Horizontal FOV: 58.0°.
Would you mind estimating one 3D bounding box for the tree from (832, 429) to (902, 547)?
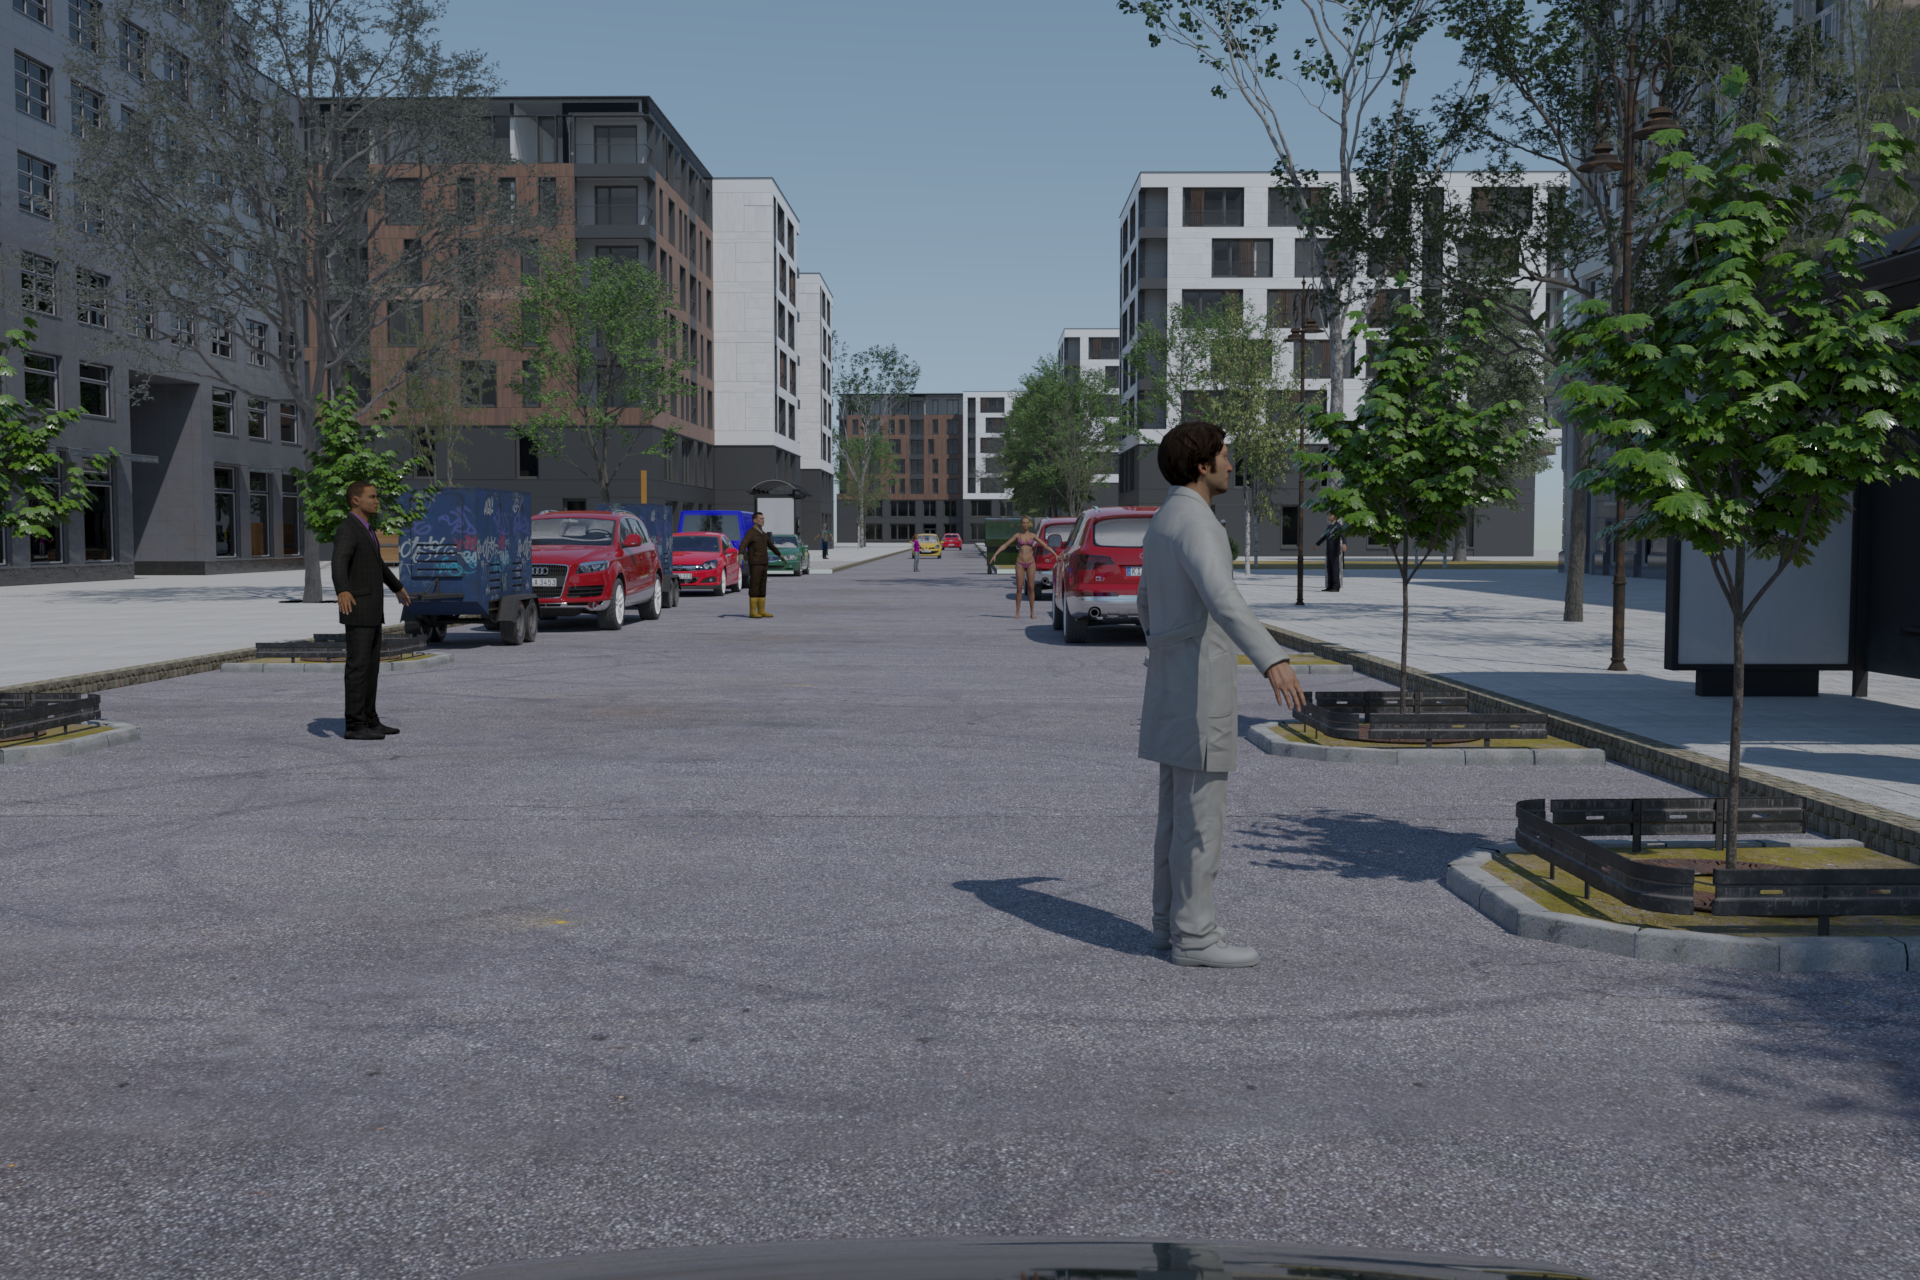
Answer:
[{"bbox_3d":[-9.250,-14.918,169.672,9.928,11.665,9.643,0,3,0],"label":"tree"}]

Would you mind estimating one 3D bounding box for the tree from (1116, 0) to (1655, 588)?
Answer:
[{"bbox_3d":[10.231,-11.262,40.023,12.611,20.169,13.585,0,3,0],"label":"tree"}]

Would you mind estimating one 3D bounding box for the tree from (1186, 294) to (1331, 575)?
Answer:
[{"bbox_3d":[9.202,-6.324,53.755,4.737,8.622,4.395,0,3,0],"label":"tree"}]

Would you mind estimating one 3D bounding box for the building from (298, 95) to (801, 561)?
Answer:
[{"bbox_3d":[-24.686,-15.511,97.572,27.936,21.610,32.646,0,4,1],"label":"building"}]

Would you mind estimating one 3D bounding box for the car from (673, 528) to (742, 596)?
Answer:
[{"bbox_3d":[-6.309,-1.969,41.226,2.155,1.783,4.494,0,4,1],"label":"car"}]

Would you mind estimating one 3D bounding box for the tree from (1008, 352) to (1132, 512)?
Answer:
[{"bbox_3d":[6.326,-10.650,99.890,9.928,11.665,9.643,0,3,0],"label":"tree"}]

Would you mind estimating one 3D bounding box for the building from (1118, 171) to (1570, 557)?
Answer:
[{"bbox_3d":[24.208,-16.522,114.106,27.936,21.610,32.646,0,4,0],"label":"building"}]

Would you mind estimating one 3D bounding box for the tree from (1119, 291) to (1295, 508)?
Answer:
[{"bbox_3d":[10.747,-9.168,75.655,9.928,11.665,9.643,0,3,0],"label":"tree"}]

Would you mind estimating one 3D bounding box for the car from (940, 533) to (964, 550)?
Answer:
[{"bbox_3d":[-0.723,-8.814,153.148,2.155,1.783,4.494,0,4,1],"label":"car"}]

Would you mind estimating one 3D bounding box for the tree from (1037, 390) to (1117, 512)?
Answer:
[{"bbox_3d":[5.677,-8.527,89.775,4.360,8.622,3.978,0,3,0],"label":"tree"}]

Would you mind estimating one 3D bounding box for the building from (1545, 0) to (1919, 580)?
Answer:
[{"bbox_3d":[26.010,-15.969,47.001,13.634,28.700,20.117,0,4,1],"label":"building"}]

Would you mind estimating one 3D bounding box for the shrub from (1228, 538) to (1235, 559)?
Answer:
[{"bbox_3d":[10.640,-3.610,70.139,1.383,1.207,1.383,0,3,0],"label":"shrub"}]

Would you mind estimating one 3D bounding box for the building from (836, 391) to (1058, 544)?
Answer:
[{"bbox_3d":[-1.106,-25.275,259.671,32.646,21.610,27.936,0,4,3],"label":"building"}]

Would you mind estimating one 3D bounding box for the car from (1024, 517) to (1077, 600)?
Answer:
[{"bbox_3d":[2.494,-1.858,39.049,2.281,1.827,5.304,0,4,1],"label":"car"}]

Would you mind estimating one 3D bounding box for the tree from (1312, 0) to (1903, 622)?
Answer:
[{"bbox_3d":[8.785,-5.528,24.796,8.767,10.594,7.601,2,4,33],"label":"tree"}]

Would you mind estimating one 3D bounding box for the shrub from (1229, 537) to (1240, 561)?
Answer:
[{"bbox_3d":[12.264,-4.149,78.961,1.383,1.207,1.383,0,3,0],"label":"shrub"}]

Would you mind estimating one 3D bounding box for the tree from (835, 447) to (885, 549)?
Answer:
[{"bbox_3d":[-8.861,-12.038,147.189,4.360,8.622,3.978,0,3,0],"label":"tree"}]

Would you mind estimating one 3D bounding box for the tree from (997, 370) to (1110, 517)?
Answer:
[{"bbox_3d":[5.987,-11.290,110.343,9.928,11.665,9.643,0,3,0],"label":"tree"}]

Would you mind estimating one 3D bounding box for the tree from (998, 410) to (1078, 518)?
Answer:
[{"bbox_3d":[6.749,-13.333,136.115,7.486,12.596,7.792,0,3,0],"label":"tree"}]

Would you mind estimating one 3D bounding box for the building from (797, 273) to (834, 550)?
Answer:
[{"bbox_3d":[-24.870,-17.701,133.393,27.936,21.610,32.646,0,3,0],"label":"building"}]

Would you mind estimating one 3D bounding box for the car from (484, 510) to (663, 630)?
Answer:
[{"bbox_3d":[-6.058,-1.149,27.467,2.281,1.827,5.304,0,4,0],"label":"car"}]

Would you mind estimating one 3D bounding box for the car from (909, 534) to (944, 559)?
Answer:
[{"bbox_3d":[-1.936,-5.569,101.277,2.015,1.641,3.980,0,4,0],"label":"car"}]

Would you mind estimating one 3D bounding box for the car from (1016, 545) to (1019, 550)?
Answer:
[{"bbox_3d":[2.914,-2.711,56.129,2.131,1.459,4.920,0,4,-1],"label":"car"}]

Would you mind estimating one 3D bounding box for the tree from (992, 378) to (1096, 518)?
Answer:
[{"bbox_3d":[5.994,-12.538,123.119,7.486,12.596,7.792,0,3,0],"label":"tree"}]

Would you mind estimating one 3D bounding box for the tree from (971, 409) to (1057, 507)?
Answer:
[{"bbox_3d":[6.178,-15.483,163.517,12.009,13.543,11.850,0,3,0],"label":"tree"}]

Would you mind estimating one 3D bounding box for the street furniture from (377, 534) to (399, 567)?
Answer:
[{"bbox_3d":[-21.069,-3.986,72.024,9.812,1.723,11.010,-2,4,-24],"label":"street furniture"}]

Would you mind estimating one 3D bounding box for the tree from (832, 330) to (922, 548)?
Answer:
[{"bbox_3d":[-10.216,-18.522,158.721,12.611,20.169,13.585,0,3,0],"label":"tree"}]

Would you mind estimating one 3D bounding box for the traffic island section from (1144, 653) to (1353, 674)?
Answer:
[{"bbox_3d":[3.023,0.255,18.690,1.991,0.108,1.994,0,3,0],"label":"traffic island section"}]

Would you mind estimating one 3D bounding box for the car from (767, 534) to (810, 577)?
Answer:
[{"bbox_3d":[-6.255,-2.944,59.926,2.131,1.459,4.920,0,4,0],"label":"car"}]

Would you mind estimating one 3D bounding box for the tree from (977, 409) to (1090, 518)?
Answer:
[{"bbox_3d":[6.272,-14.554,148.322,12.009,13.543,11.850,0,3,0],"label":"tree"}]

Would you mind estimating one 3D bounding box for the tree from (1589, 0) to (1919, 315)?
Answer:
[{"bbox_3d":[8.891,-4.068,16.868,4.360,8.622,3.978,0,3,0],"label":"tree"}]

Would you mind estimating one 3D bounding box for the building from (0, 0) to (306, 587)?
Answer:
[{"bbox_3d":[-28.236,-14.201,50.593,11.959,24.771,22.079,0,4,0],"label":"building"}]

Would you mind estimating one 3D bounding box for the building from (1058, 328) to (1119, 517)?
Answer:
[{"bbox_3d":[24.430,-21.051,188.161,27.936,21.610,32.646,0,4,1],"label":"building"}]

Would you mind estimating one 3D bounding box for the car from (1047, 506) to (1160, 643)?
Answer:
[{"bbox_3d":[2.384,-0.953,24.262,2.281,1.827,5.304,0,4,0],"label":"car"}]
